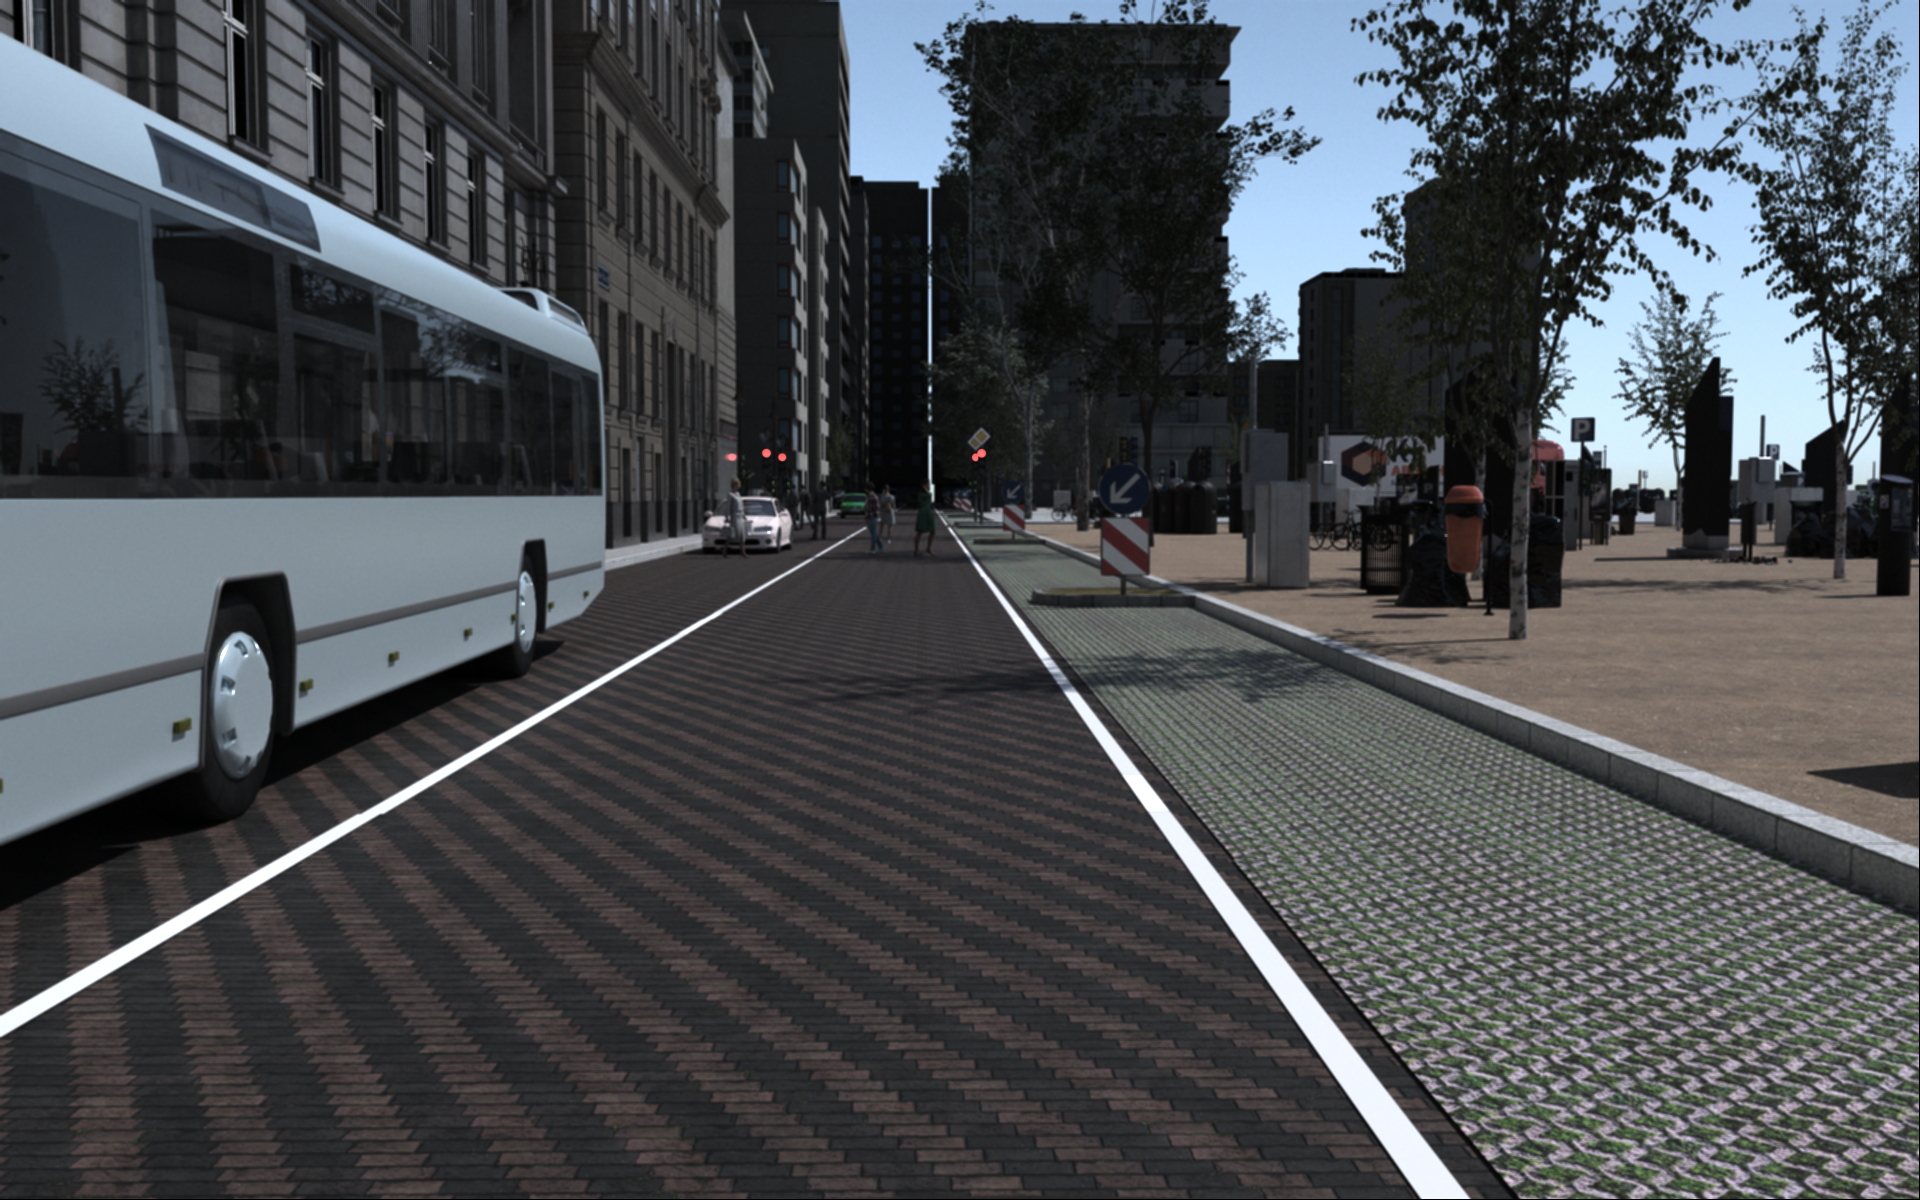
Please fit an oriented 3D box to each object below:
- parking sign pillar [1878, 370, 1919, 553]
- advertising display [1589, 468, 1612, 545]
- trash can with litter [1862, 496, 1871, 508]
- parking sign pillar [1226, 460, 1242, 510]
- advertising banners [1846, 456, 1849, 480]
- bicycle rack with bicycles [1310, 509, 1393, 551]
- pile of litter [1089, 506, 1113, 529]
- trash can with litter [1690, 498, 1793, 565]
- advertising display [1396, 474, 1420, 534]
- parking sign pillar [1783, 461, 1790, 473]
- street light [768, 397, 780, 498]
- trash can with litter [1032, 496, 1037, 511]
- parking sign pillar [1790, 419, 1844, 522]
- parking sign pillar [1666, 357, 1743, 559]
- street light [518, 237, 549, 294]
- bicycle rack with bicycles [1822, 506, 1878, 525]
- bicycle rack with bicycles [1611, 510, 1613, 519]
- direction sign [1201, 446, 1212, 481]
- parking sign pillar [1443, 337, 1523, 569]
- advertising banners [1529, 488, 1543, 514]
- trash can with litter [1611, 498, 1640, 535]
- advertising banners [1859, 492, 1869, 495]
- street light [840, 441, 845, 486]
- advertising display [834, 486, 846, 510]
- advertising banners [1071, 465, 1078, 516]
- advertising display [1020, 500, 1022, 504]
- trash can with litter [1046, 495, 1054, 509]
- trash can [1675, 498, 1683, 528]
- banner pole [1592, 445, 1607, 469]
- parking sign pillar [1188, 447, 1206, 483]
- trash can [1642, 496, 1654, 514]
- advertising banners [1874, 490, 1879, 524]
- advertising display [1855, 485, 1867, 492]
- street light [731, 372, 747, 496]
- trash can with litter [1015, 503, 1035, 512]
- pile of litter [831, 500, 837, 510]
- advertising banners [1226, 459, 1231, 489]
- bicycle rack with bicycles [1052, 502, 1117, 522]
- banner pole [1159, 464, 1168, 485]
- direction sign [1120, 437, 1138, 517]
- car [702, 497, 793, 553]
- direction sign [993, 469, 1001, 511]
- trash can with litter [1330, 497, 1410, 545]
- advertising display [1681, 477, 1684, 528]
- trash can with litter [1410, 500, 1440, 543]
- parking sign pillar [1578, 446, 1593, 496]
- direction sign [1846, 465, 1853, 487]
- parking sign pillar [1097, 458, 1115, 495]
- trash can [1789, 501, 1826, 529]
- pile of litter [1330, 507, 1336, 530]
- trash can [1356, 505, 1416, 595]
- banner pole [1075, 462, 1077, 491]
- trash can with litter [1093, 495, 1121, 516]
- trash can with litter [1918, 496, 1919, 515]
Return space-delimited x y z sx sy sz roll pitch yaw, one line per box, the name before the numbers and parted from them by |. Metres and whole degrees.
parking sign pillar | 20.872 -3.058 38.464 1.447 3.967 1.447 1 4 11
advertising display | 16.203 -2.363 43.853 0.123 1.923 0.974 0 4 -5
trash can with litter | 69.018 -7.292 130.282 1.678 1.210 2.233 -1 4 -21
parking sign pillar | 20.047 -8.396 125.743 1.447 3.967 1.447 1 4 22
advertising banners | 41.031 -5.224 81.606 0.090 3.025 2.074 -1 4 -16
bicycle rack with bicycles | 9.018 -1.618 39.841 2.852 0.926 2.925 -2 4 -28
pile of litter | 5.462 -3.095 64.563 1.719 0.858 1.176 1 4 22
trash can with litter | 14.717 -1.306 32.415 1.678 1.210 2.233 1 4 14
advertising display | 14.353 -3.048 55.046 0.974 1.923 0.123 0 4 5
parking sign pillar | 67.573 -9.322 140.893 1.447 3.967 1.447 3 4 39
street light | -8.645 -6.597 80.646 0.468 5.910 1.993 0 4 -1
trash can with litter | 5.638 -7.418 132.671 0.624 1.170 1.055 -1 4 -20
parking sign pillar | 31.164 -4.535 62.620 1.447 3.967 1.447 0 4 2
parking sign pillar | 15.013 -2.833 34.785 1.447 3.967 1.447 0 4 1
street light | -7.676 -3.583 31.364 0.468 5.910 1.993 0 4 -1
bicycle rack with bicycles | 26.953 -2.386 52.392 2.925 0.926 2.852 -1 4 -13
bicycle rack with bicycles | 30.111 -4.280 83.364 2.852 0.926 2.925 -3 5 -40
direction sign | 11.725 -5.531 82.432 0.379 3.537 0.876 -1 4 -22
parking sign pillar | 9.140 -2.553 30.218 1.447 3.967 1.447 3 5 40
advertising banners | 36.909 -7.142 112.962 2.074 3.025 0.090 0 4 -7
trash can with litter | 20.627 -2.612 54.095 1.055 1.170 0.624 0 4 -5
advertising banners | 49.778 -5.971 93.812 2.074 3.025 0.090 1 4 18
street light | -10.035 -10.763 148.762 0.468 5.910 1.993 0 4 -1
advertising display | -9.859 -8.362 141.940 0.974 1.923 0.123 0 4 3
advertising banners | 6.762 -6.408 100.966 0.090 3.025 2.074 1 4 12
advertising display | 4.970 -8.338 141.542 0.123 1.923 0.974 0 4 -3
trash can with litter | 7.740 -8.269 146.251 1.678 1.210 2.233 2 4 28
trash can | 27.783 -3.350 66.430 0.748 1.137 0.748 0 3 0
banner pole | 32.962 -6.066 89.199 0.863 3.779 0.401 0 4 1
parking sign pillar | 13.497 -6.781 99.335 1.447 3.967 1.447 -1 4 -16
trash can | 45.247 -6.253 113.886 0.748 1.137 0.748 0 3 0
advertising banners | 32.538 -3.964 61.003 0.090 3.025 2.074 1 4 13
advertising display | 63.455 -7.132 121.819 0.974 1.923 0.123 0 4 -2
street light | -8.351 -5.684 65.721 0.468 5.910 1.993 0 4 -1
trash can with litter | 4.355 -7.027 125.942 2.233 1.210 1.678 0 4 2
pile of litter | -10.685 -7.952 143.984 1.176 0.858 1.719 2 4 32
advertising banners | 13.576 -5.462 85.498 0.090 3.025 2.074 -1 4 -16
bicycle rack with bicycles | 6.140 -4.182 81.761 2.925 0.926 2.852 2 4 33
banner pole | 16.877 -9.359 143.036 0.863 3.779 0.401 1 4 15
direction sign | 6.706 -4.703 68.894 0.876 3.537 0.379 -2 4 -31
car | -5.266 -1.893 43.307 2.083 1.381 4.827 0 4 1
direction sign | 2.810 -8.545 131.711 0.876 3.537 0.379 -3 5 -42
trash can with litter | 10.664 -2.037 44.369 1.678 1.210 2.233 2 4 29
advertising display | 27.631 -3.671 65.231 0.974 1.923 0.123 1 4 21
trash can with litter | 9.108 -1.359 33.602 0.624 1.170 1.055 3 5 43
parking sign pillar | 34.919 -6.607 96.489 1.447 3.967 1.447 0 4 -6
direction sign | 74.601 -9.399 145.670 0.876 3.537 0.379 -1 4 -23
parking sign pillar | 10.701 -8.476 127.056 1.447 3.967 1.447 0 4 -7
trash can | 18.367 -1.586 37.584 0.748 1.137 0.748 0 3 0
pile of litter | 13.143 -2.838 60.367 1.719 0.858 1.176 2 4 28
trash can | 5.446 -0.644 22.189 0.748 1.137 0.748 0 3 0
banner pole | 9.030 -8.797 133.854 0.401 3.779 0.863 1 4 21
trash can with litter | 8.511 -5.601 102.629 2.233 1.210 1.678 0 4 7
trash can with litter | 63.315 -6.280 113.736 1.678 1.210 2.233 -1 4 -15
